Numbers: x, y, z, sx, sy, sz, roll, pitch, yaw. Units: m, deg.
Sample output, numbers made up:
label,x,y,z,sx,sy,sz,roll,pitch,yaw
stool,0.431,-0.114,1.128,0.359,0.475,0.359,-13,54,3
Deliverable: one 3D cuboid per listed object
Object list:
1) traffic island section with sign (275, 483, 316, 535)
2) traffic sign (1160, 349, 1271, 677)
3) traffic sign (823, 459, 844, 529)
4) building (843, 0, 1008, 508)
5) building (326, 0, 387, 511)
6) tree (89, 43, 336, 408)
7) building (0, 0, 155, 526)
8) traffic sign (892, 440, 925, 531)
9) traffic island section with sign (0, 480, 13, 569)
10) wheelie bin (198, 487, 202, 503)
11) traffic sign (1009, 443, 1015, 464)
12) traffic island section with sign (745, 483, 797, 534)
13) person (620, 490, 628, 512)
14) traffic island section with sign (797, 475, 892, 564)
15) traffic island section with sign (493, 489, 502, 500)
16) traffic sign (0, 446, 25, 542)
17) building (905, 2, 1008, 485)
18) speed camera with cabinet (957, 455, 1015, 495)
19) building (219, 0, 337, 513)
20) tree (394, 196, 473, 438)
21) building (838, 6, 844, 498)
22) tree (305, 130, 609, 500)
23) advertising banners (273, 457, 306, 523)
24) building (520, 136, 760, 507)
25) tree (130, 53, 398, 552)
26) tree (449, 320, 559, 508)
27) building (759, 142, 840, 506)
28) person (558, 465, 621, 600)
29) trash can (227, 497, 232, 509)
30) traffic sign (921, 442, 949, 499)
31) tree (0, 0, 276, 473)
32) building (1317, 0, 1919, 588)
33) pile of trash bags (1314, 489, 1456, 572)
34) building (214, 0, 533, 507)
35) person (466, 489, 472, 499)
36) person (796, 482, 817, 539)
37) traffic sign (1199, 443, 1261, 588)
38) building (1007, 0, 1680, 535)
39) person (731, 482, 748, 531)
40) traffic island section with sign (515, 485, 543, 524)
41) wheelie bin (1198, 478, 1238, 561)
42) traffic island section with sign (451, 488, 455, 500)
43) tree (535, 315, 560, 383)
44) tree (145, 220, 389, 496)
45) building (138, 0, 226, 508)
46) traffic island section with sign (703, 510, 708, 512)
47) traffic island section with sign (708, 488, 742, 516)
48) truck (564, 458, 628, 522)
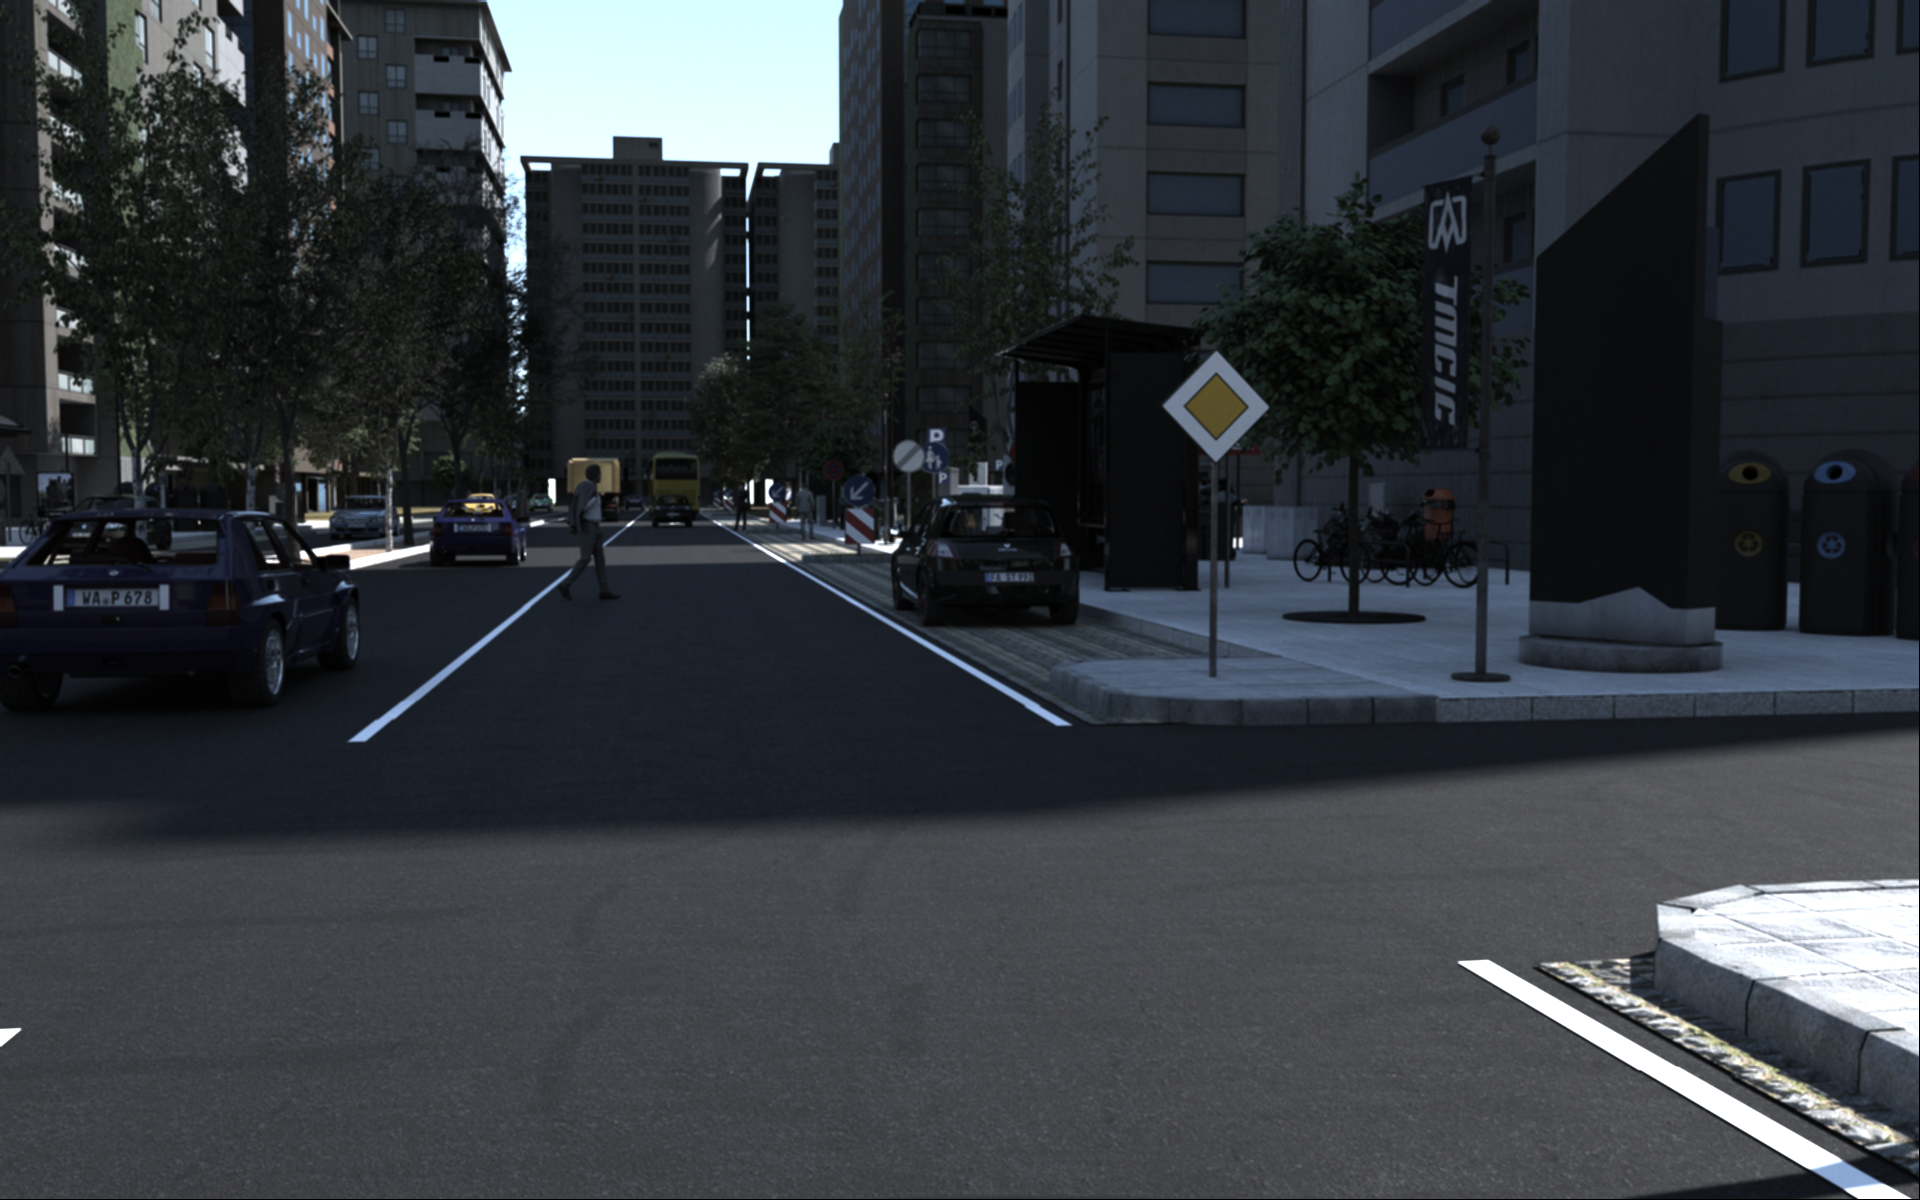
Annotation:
label,x,y,z,sx,sy,sz,roll,pitch,yaw
traffic island section with sign,-23.539,-3.157,60.250,1.989,1.847,2.006,-1,4,-10
traffic sign,1.771,-0.517,12.089,0.795,2.450,0.064,-1,4,-10
traffic sign,-4.652,-3.897,63.826,0.768,2.556,0.104,0,4,-2
building,-1.452,-29.626,134.491,14.600,45.320,14.200,-1,4,-10
building,-61.677,-29.383,135.030,28.867,44.769,22.147,-1,4,-10
tree,-13.405,-5.990,34.807,8.767,10.594,7.601,-1,4,-10
building,-42.318,-23.608,69.583,14.154,41.232,14.086,-1,4,-10
traffic sign,-1.215,-2.498,40.953,0.768,2.556,0.104,0,4,-1
traffic island section with sign,-19.043,-1.529,33.621,1.989,1.847,2.006,-1,4,-10
wheelie bin,-33.529,-4.241,77.246,0.980,1.594,0.693,-2,4,-29
traffic sign,1.463,-2.319,38.016,0.768,2.556,0.104,0,4,-1
traffic island section with sign,-6.791,-3.326,63.008,1.989,1.847,2.006,-1,4,-10
person,-26.887,-7.842,137.233,1.217,1.766,0.721,-3,4,-36
traffic island section with sign,-2.306,-1.700,36.427,1.989,1.847,2.006,-1,4,-10
traffic island section with sign,-36.379,-7.812,136.355,1.989,1.847,2.006,-1,4,-10
traffic sign,-25.595,-2.849,46.589,0.884,2.594,0.081,0,4,-4
building,3.411,-20.509,107.027,14.160,30.474,14.107,-1,4,-10
speed camera with cabinet,0.863,-2.737,39.082,2.038,3.252,0.660,3,5,41
building,-50.188,-28.401,114.468,14.600,45.320,14.200,-1,4,-10
tree,-13.996,-5.472,42.279,4.360,8.622,3.978,0,3,0
building,-3.521,-28.450,148.758,14.154,41.232,14.086,-1,4,-10
tree,-16.947,-8.889,58.155,12.009,13.543,11.850,0,3,0
advertising banners,-29.645,-4.915,76.545,2.074,3.025,0.090,2,4,31
building,-35.345,-30.517,190.840,23.993,40.220,32.217,-1,4,-10
tree,-11.906,-4.657,28.964,4.360,8.622,3.978,0,3,0
tree,-18.856,-7.323,72.544,4.737,8.622,4.395,0,3,0
building,-11.596,-30.728,194.291,23.993,40.220,32.217,-1,4,-10
person,-5.040,-0.910,23.484,0.850,1.850,0.679,0,4,0
trash can,-31.334,-3.790,73.620,0.748,1.137,0.748,0,3,0
traffic sign,-0.643,-2.582,42.322,0.768,2.556,0.104,0,4,-6
tree,-11.325,-4.334,23.687,4.737,8.622,4.395,0,3,0
building,22.649,-30.014,32.723,28.212,58.520,21.231,-1,4,-10
pile of trash bags,7.569,-1.233,29.909,1.912,1.369,3.447,-1,4,-13
building,-60.450,-36.409,184.525,27.495,52.752,28.713,-1,4,-10
person,-31.683,-6.282,111.877,0.621,1.740,0.551,-1,4,-15
person,-4.836,-2.798,54.346,0.635,1.810,0.391,0,4,6
traffic sign,3.639,-1.439,23.533,0.884,2.594,0.081,0,4,-5
building,12.629,-32.472,72.911,21.231,58.520,28.212,-1,4,-10
person,-8.547,-3.643,67.423,0.648,1.900,0.474,3,5,40
traffic island section with sign,-21.311,-4.648,84.139,2.006,1.907,1.989,-1,4,-10
wheelie bin,4.954,-1.569,33.563,0.980,1.594,0.693,3,5,43
traffic island section with sign,-31.897,-6.186,109.774,1.989,1.847,2.006,-1,4,-10
tree,-15.343,-6.806,48.147,8.767,10.594,7.601,-1,4,-10
tree,-28.834,-9.265,69.612,7.486,12.596,7.792,0,3,0
building,-54.718,-30.755,92.076,28.713,52.752,27.495,-1,4,-10
traffic island section with sign,-19.650,-7.979,139.089,1.989,1.847,2.006,-1,4,-10
traffic island section with sign,-15.148,-6.354,112.511,1.989,1.847,2.006,-1,4,-10
truck,-19.478,-5.905,92.469,3.469,3.379,9.791,-1,4,-11
